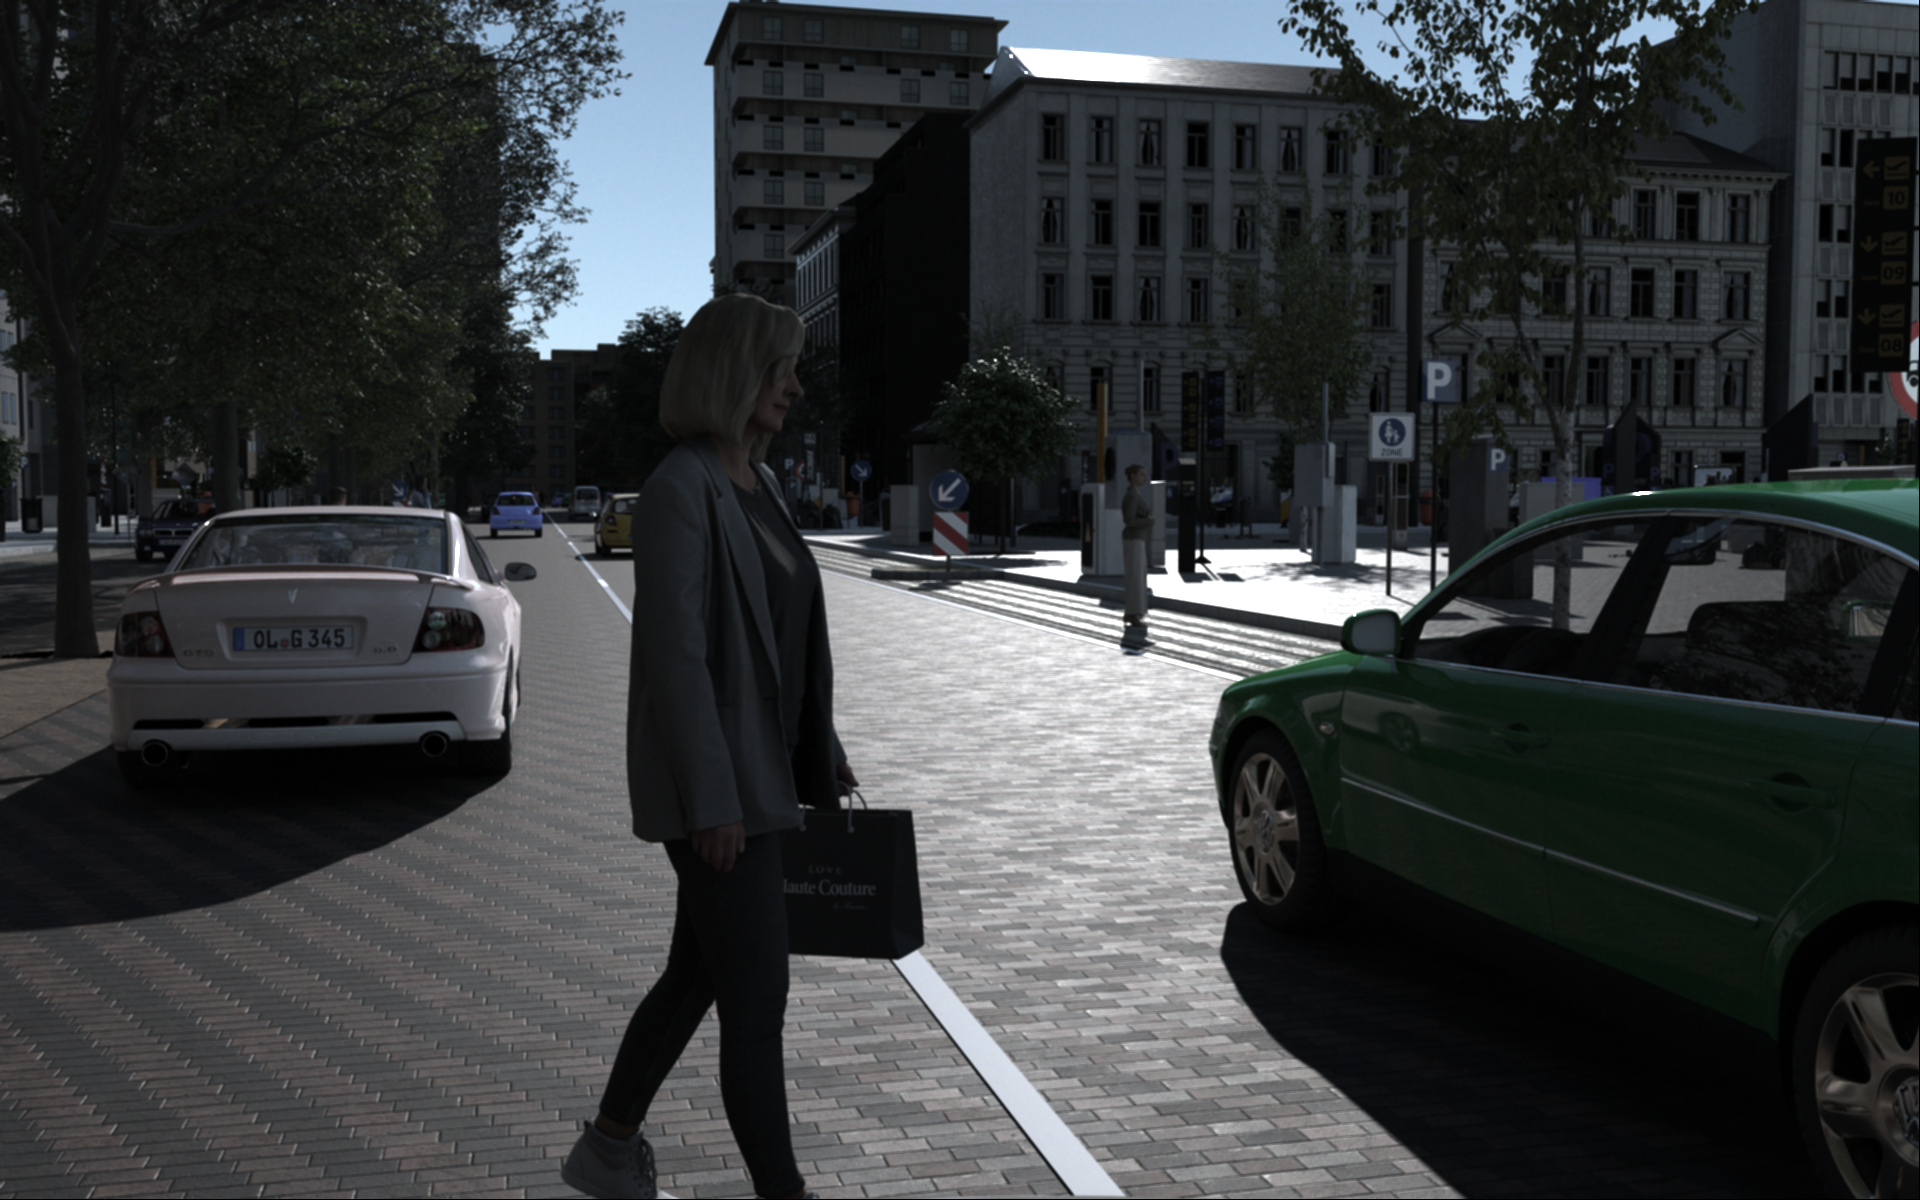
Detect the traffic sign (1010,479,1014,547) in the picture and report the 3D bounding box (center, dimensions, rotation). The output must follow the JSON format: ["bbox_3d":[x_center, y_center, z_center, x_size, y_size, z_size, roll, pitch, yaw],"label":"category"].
[{"bbox_3d":[1.253,-2.543,41.684,0.768,2.556,0.104,-1,4,-10],"label":"traffic sign"}]

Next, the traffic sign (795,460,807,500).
[{"bbox_3d":[-5.801,-3.978,65.145,0.768,2.556,0.104,0,4,-6],"label":"traffic sign"}]

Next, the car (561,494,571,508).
[{"bbox_3d":[-40.271,-10.415,179.083,1.959,1.807,4.718,-1,4,-15],"label":"car"}]

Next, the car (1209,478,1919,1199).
[{"bbox_3d":[2.195,0.259,4.564,1.959,1.807,4.718,-1,4,-15],"label":"car"}]

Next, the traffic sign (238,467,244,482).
[{"bbox_3d":[-33.093,-4.831,79.098,0.768,2.556,0.104,0,4,-6],"label":"traffic sign"}]

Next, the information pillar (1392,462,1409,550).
[{"bbox_3d":[10.109,-2.158,39.770,0.304,2.012,0.304,0,4,1],"label":"information pillar"}]

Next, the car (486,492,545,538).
[{"bbox_3d":[-14.972,-2.985,58.389,1.945,1.707,3.694,-1,4,-15],"label":"car"}]

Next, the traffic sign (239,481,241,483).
[{"bbox_3d":[-37.984,-5.540,90.685,0.768,2.556,0.104,-1,4,-13],"label":"traffic sign"}]

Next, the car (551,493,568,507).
[{"bbox_3d":[-43.652,-10.974,189.007,1.945,1.707,3.694,-1,4,-15],"label":"car"}]

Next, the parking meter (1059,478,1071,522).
[{"bbox_3d":[3.815,-3.507,63.056,0.399,1.863,0.255,2,4,24],"label":"parking meter"}]

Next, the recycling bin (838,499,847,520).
[{"bbox_3d":[-6.013,-4.439,85.134,0.722,1.027,0.722,2,4,29],"label":"recycling bin"}]

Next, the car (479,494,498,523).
[{"bbox_3d":[-23.608,-4.823,88.645,2.009,1.686,4.222,-1,4,-14],"label":"car"}]

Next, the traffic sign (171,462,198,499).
[{"bbox_3d":[-24.524,-3.130,54.823,0.795,2.450,0.064,-1,4,-14],"label":"traffic sign"}]

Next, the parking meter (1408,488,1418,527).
[{"bbox_3d":[17.668,-3.615,67.518,0.372,1.533,0.369,0,3,0],"label":"parking meter"}]

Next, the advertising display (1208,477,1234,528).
[{"bbox_3d":[9.854,-3.683,65.428,0.974,1.923,0.123,-1,4,-11],"label":"advertising display"}]

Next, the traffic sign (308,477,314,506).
[{"bbox_3d":[-43.848,-7.121,116.534,0.768,2.556,0.104,0,4,-5],"label":"traffic sign"}]

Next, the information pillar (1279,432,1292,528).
[{"bbox_3d":[12.340,-4.528,65.382,0.504,3.616,0.183,1,4,16],"label":"information pillar"}]

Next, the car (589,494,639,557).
[{"bbox_3d":[-7.730,-1.885,41.044,2.015,1.641,3.980,-1,4,-15],"label":"car"}]

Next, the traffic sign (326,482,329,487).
[{"bbox_3d":[-44.674,-7.540,123.290,0.884,2.594,0.081,-1,4,-9],"label":"traffic sign"}]

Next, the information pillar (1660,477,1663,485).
[{"bbox_3d":[30.177,-4.312,74.999,0.304,2.012,0.304,-2,4,-32],"label":"information pillar"}]

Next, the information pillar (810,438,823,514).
[{"bbox_3d":[-5.526,-4.598,66.534,0.504,3.616,0.183,0,4,-5],"label":"information pillar"}]

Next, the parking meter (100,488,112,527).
[{"bbox_3d":[-33.320,-3.617,67.547,0.372,1.533,0.369,0,3,0],"label":"parking meter"}]

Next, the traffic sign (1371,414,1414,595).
[{"bbox_3d":[5.429,-1.208,21.879,0.606,2.300,0.079,-1,4,-11],"label":"traffic sign"}]

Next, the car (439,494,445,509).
[{"bbox_3d":[-44.321,-8.513,147.980,1.959,1.807,4.718,-1,4,-14],"label":"car"}]

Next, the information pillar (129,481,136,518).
[{"bbox_3d":[-43.961,-5.348,91.925,0.304,2.012,0.304,-2,4,-34],"label":"information pillar"}]

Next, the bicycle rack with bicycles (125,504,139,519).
[{"bbox_3d":[-40.760,-4.606,88.696,2.925,0.926,2.852,1,4,11],"label":"bicycle rack with bicycles"}]

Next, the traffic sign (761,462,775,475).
[{"bbox_3d":[-5.859,-2.908,51.186,0.795,2.450,0.064,-1,4,-14],"label":"traffic sign"}]

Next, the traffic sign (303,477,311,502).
[{"bbox_3d":[-42.445,-6.861,112.285,0.768,2.556,0.104,-1,4,-8],"label":"traffic sign"}]

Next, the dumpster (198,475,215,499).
[{"bbox_3d":[-37.514,-5.167,86.969,1.502,2.255,1.985,-1,4,-14],"label":"dumpster"}]

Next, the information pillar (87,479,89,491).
[{"bbox_3d":[-43.670,-5.017,86.514,0.304,2.012,0.304,-3,4,-37],"label":"information pillar"}]

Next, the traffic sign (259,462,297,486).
[{"bbox_3d":[-40.999,-6.754,104.298,2.265,3.308,0.079,-1,4,-11],"label":"traffic sign"}]

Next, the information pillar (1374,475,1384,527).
[{"bbox_3d":[16.454,-3.883,67.977,0.304,2.012,0.304,0,4,1],"label":"information pillar"}]

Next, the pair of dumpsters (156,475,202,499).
[{"bbox_3d":[-34.210,-4.462,75.442,1.574,2.255,4.437,-1,4,-14],"label":"pair of dumpsters"}]

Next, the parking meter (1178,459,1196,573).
[{"bbox_3d":[3.718,-1.386,28.365,0.255,1.863,0.399,0,4,1],"label":"parking meter"}]

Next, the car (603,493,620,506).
[{"bbox_3d":[-27.326,-7.787,136.903,1.945,1.707,3.694,-1,4,-13],"label":"car"}]

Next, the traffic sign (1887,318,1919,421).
[{"bbox_3d":[6.952,-0.757,12.490,0.768,2.556,0.104,-1,4,-13],"label":"traffic sign"}]

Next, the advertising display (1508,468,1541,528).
[{"bbox_3d":[14.072,-2.331,43.329,0.974,1.923,0.123,-1,4,-16],"label":"advertising display"}]

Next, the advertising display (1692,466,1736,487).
[{"bbox_3d":[17.434,-2.132,40.075,0.123,1.923,0.974,-3,5,-41],"label":"advertising display"}]

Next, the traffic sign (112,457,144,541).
[{"bbox_3d":[-22.603,-2.656,47.071,0.795,2.450,0.064,-1,4,-14],"label":"traffic sign"}]

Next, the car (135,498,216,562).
[{"bbox_3d":[-16.875,-1.559,38.069,1.945,1.354,3.894,-1,4,-13],"label":"car"}]

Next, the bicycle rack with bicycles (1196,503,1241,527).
[{"bbox_3d":[9.410,-3.416,69.232,2.925,0.926,2.852,2,4,34],"label":"bicycle rack with bicycles"}]

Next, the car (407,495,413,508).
[{"bbox_3d":[-37.921,-6.671,121.438,2.083,1.381,4.827,-1,4,-14],"label":"car"}]

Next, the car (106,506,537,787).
[{"bbox_3d":[-3.515,0.144,10.007,2.083,1.381,4.827,-1,4,-13],"label":"car"}]

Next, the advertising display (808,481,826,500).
[{"bbox_3d":[-7.193,-5.015,87.214,0.974,1.923,0.123,1,4,18],"label":"advertising display"}]

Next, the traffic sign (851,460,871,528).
[{"bbox_3d":[-3.746,-4.009,65.659,0.768,2.556,0.104,0,4,-6],"label":"traffic sign"}]

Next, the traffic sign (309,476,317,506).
[{"bbox_3d":[-44.600,-7.274,119.030,0.768,2.556,0.104,-1,4,-9],"label":"traffic sign"}]

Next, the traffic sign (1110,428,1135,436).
[{"bbox_3d":[3.170,-2.045,33.542,0.768,2.556,0.104,-1,4,-10],"label":"traffic sign"}]
